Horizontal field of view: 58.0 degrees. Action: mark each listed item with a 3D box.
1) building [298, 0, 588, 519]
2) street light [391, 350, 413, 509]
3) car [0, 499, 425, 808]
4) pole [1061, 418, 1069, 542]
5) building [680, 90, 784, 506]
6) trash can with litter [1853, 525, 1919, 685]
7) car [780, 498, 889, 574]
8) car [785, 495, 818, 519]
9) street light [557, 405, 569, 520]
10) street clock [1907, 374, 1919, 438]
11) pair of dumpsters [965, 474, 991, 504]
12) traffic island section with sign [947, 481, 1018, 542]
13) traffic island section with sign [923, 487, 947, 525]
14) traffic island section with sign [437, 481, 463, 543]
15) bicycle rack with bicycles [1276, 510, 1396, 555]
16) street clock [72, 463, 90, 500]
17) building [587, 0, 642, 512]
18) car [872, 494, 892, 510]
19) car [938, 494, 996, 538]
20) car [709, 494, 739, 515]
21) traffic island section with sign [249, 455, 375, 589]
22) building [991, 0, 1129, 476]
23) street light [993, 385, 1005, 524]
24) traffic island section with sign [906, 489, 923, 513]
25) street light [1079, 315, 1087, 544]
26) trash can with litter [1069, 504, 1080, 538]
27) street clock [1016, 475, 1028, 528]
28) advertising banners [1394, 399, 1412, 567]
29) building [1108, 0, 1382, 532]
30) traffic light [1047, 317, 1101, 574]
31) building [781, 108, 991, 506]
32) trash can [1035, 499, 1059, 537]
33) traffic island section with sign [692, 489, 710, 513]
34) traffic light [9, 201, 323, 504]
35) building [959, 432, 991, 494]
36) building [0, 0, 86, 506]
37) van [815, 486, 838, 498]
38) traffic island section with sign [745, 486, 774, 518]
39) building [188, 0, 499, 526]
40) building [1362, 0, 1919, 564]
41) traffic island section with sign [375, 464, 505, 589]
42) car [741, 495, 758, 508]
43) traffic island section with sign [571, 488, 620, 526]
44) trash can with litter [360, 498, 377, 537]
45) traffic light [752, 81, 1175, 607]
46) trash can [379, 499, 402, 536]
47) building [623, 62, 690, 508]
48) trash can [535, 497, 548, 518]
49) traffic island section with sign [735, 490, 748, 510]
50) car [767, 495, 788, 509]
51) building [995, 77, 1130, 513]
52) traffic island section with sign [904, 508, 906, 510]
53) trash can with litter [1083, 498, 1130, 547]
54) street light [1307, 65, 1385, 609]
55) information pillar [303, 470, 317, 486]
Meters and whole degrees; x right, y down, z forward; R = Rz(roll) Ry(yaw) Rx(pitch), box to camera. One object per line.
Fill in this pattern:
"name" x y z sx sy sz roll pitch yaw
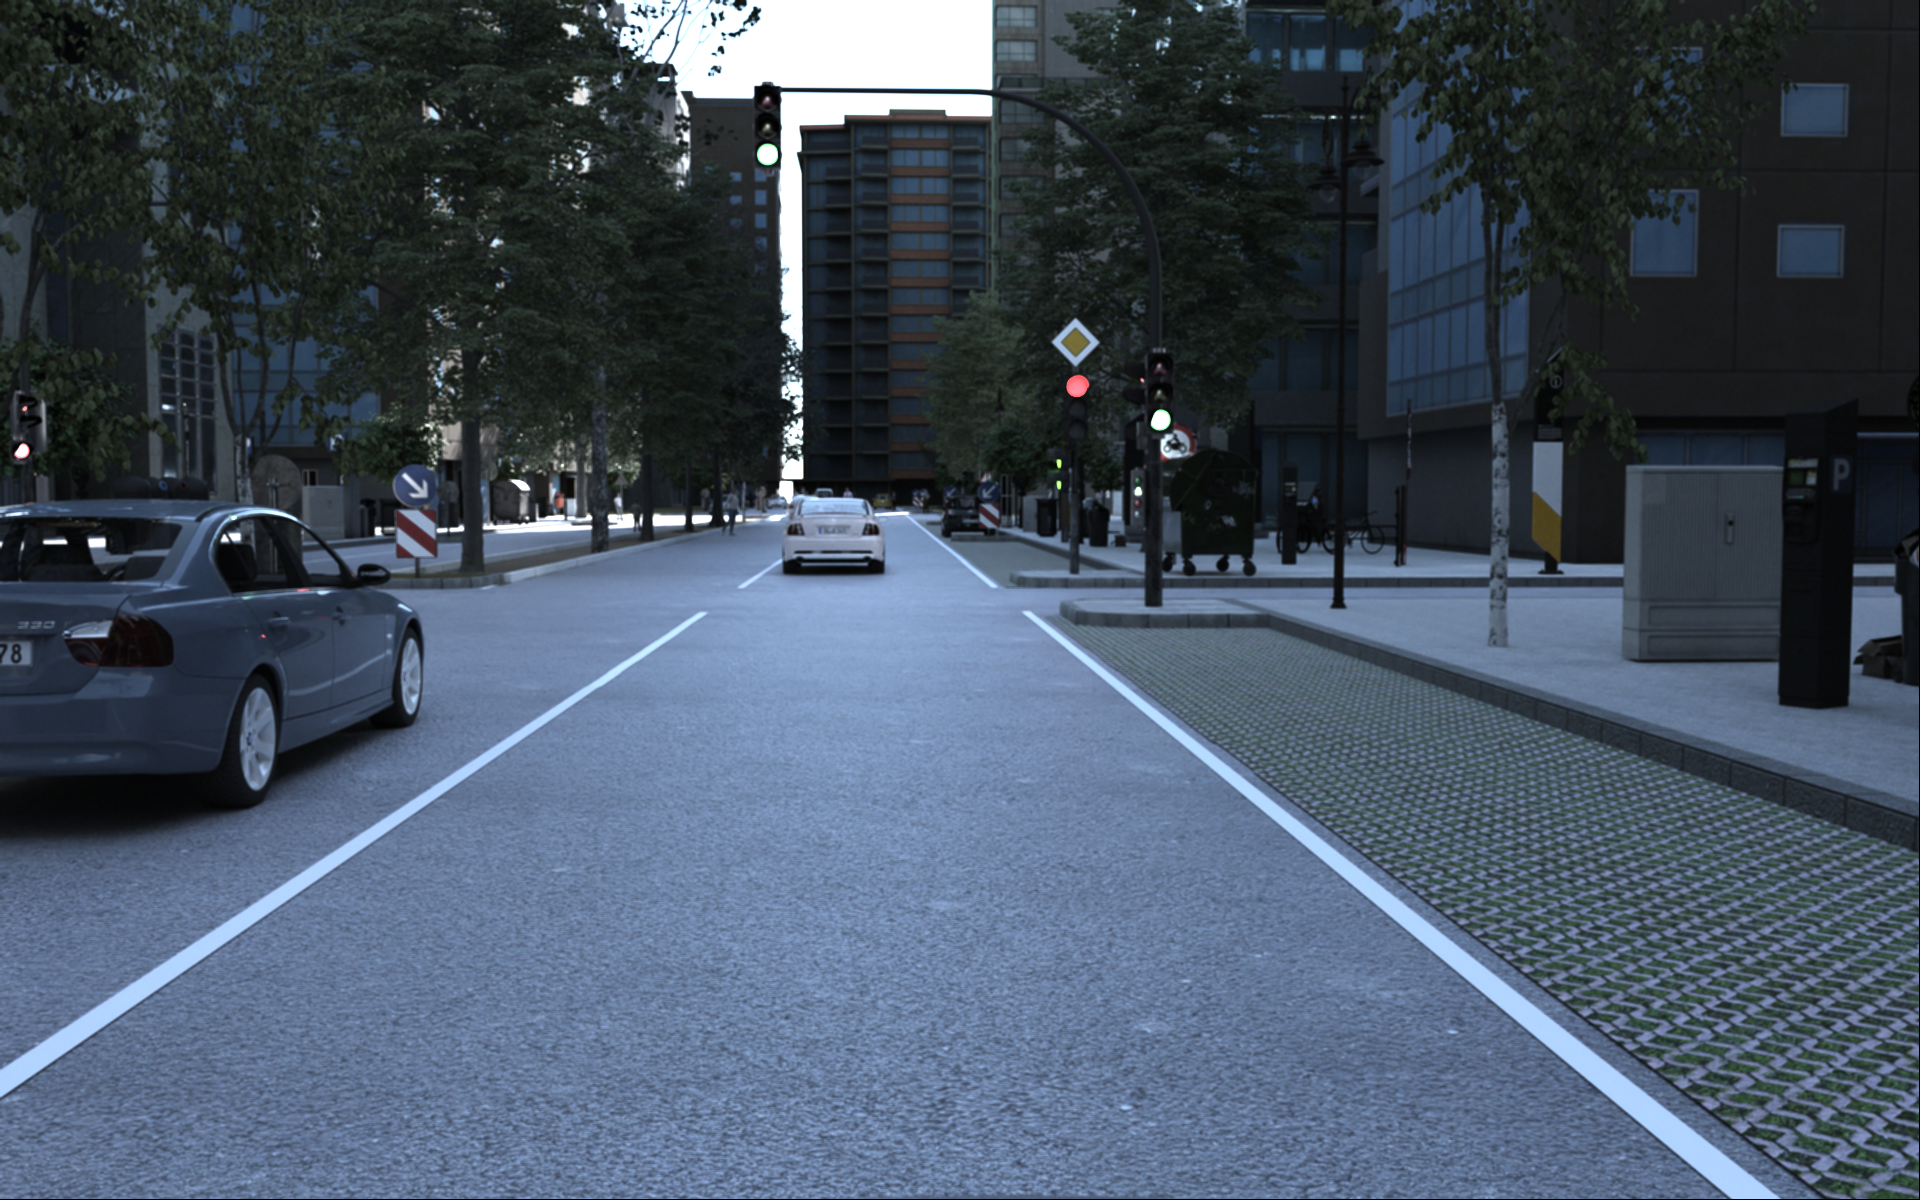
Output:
"building" -31.254 -28.008 108.038 14.600 45.320 14.200 0 4 -3
"street light" -17.857 -5.066 55.612 0.468 5.910 1.993 0 4 -3
"car" -4.155 0.175 9.143 2.014 1.417 4.499 0 4 -3
"pole" 2.790 -3.183 45.887 0.158 3.312 0.155 0 3 0
"building" -27.380 -33.366 195.643 14.200 45.320 14.600 0 4 -3
"trash can with litter" 6.508 -0.027 11.828 0.624 1.170 1.055 0 4 -5
"car" -2.374 -1.241 32.657 2.083 1.381 4.827 0 4 -4
"car" -7.907 -4.652 88.418 2.083 1.381 4.827 0 4 -4
"street light" -19.261 -6.830 84.450 0.468 5.910 1.993 0 4 -3
"street clock" 5.325 -0.287 9.269 0.471 2.002 0.358 3 4 37
"pair of dumpsters" 1.164 -5.228 87.967 1.574 2.255 4.437 0 4 -3
"traffic island section with sign" 0.726 -2.682 52.477 1.989 1.847 2.006 0 4 -3
"traffic island section with sign" -0.556 -4.369 80.067 1.989 1.847 2.006 0 4 -3
"traffic island section with sign" -15.332 -2.630 51.635 1.989 1.847 2.006 0 4 -3
"bicycle rack with bicycles" 7.945 -1.467 37.365 2.925 0.926 2.852 -2 4 -33
"street clock" -20.736 -2.222 40.897 0.471 2.002 0.358 3 5 42
"building" -36.920 -31.231 130.242 23.786 49.044 30.456 0 4 -3
"car" -7.094 -9.127 159.458 2.015 1.641 3.980 0 4 -2
"car" 0.264 -2.959 58.163 2.009 1.686 4.222 0 4 -2
"car" -16.349 -6.616 120.173 2.014 1.417 4.499 0 4 -1
"traffic island section with sign" -7.969 -0.700 19.585 2.006 1.907 1.989 0 4 -3
"building" 9.371 -27.776 137.734 14.154 41.232 14.086 0 4 -3
"street light" 1.680 -6.178 73.801 0.468 5.910 1.993 0 4 -3
"traffic island section with sign" -2.842 -7.404 129.681 1.989 1.847 2.006 0 4 -3
"street light" 3.123 -4.384 44.461 0.468 5.910 1.993 0 4 -3
"trash can with litter" 3.600 -2.385 50.388 0.624 1.170 1.055 3 5 44
"street clock" 2.312 -3.675 64.662 0.358 2.002 0.471 3 5 43
"advertising banners" 8.035 -2.150 31.336 0.090 3.025 2.074 1 4 21
"building" 18.284 -27.574 70.436 23.786 49.044 30.456 0 4 -3
"traffic light" 1.817 -2.370 27.676 0.839 4.253 0.868 0 4 -3
"building" -5.618 -33.336 199.665 28.867 44.769 22.147 0 4 -3
"trash can" 2.624 -2.480 52.199 0.748 1.137 0.748 0 3 0
"traffic island section with sign" -18.897 -7.344 128.709 1.989 1.847 2.006 0 4 -3
"traffic light" -12.391 -3.203 27.041 4.771 5.953 1.251 0 4 -3
"building" 11.767 -51.781 159.297 22.319 86.520 31.000 0 4 -3
"building" -33.610 -44.589 41.702 22.319 86.520 31.000 0 4 -3
"van" -10.513 -7.796 134.483 2.013 2.044 4.112 0 4 -4
"traffic island section with sign" -11.778 -5.744 102.043 2.006 1.907 1.989 0 4 -3
"building" -28.125 -25.913 73.788 14.600 45.320 14.200 0 4 -3
"building" 17.668 -23.672 37.142 14.200 45.320 14.600 0 4 -3
"traffic island section with sign" -8.301 -1.153 26.984 2.006 1.907 1.989 0 4 -3
"car" -21.189 -9.967 175.534 1.945 1.354 3.894 0 4 -3
"traffic island section with sign" -16.597 -4.312 79.132 1.989 1.847 2.006 0 4 -3
"trash can with litter" -17.848 -2.466 51.699 0.624 1.170 1.055 -3 5 -42
"traffic light" 0.099 -2.740 19.462 4.771 5.953 1.251 0 4 -3
"trash can" -17.419 -2.531 53.040 0.748 1.137 0.748 0 3 0
"building" -33.266 -29.555 166.820 14.086 41.232 14.154 0 4 -3
"trash can" -22.057 -4.868 91.241 0.748 1.137 0.748 0 3 0
"traffic island section with sign" -20.130 -8.991 155.636 1.989 1.847 2.006 0 4 -3
"car" -17.802 -9.588 169.125 2.083 1.381 4.827 0 4 -3
"building" 9.394 -21.544 123.943 14.160 30.474 14.107 0 4 -3
"traffic island section with sign" -4.089 -9.051 156.607 1.989 1.847 2.006 0 4 -3
"trash can with litter" 3.627 -1.893 42.341 1.055 1.170 0.624 0 4 1
"street light" 4.256 -2.845 19.299 0.468 5.910 1.993 0 4 -3
"information pillar" -19.575 -2.919 52.222 0.304 2.012 0.304 3 5 41
